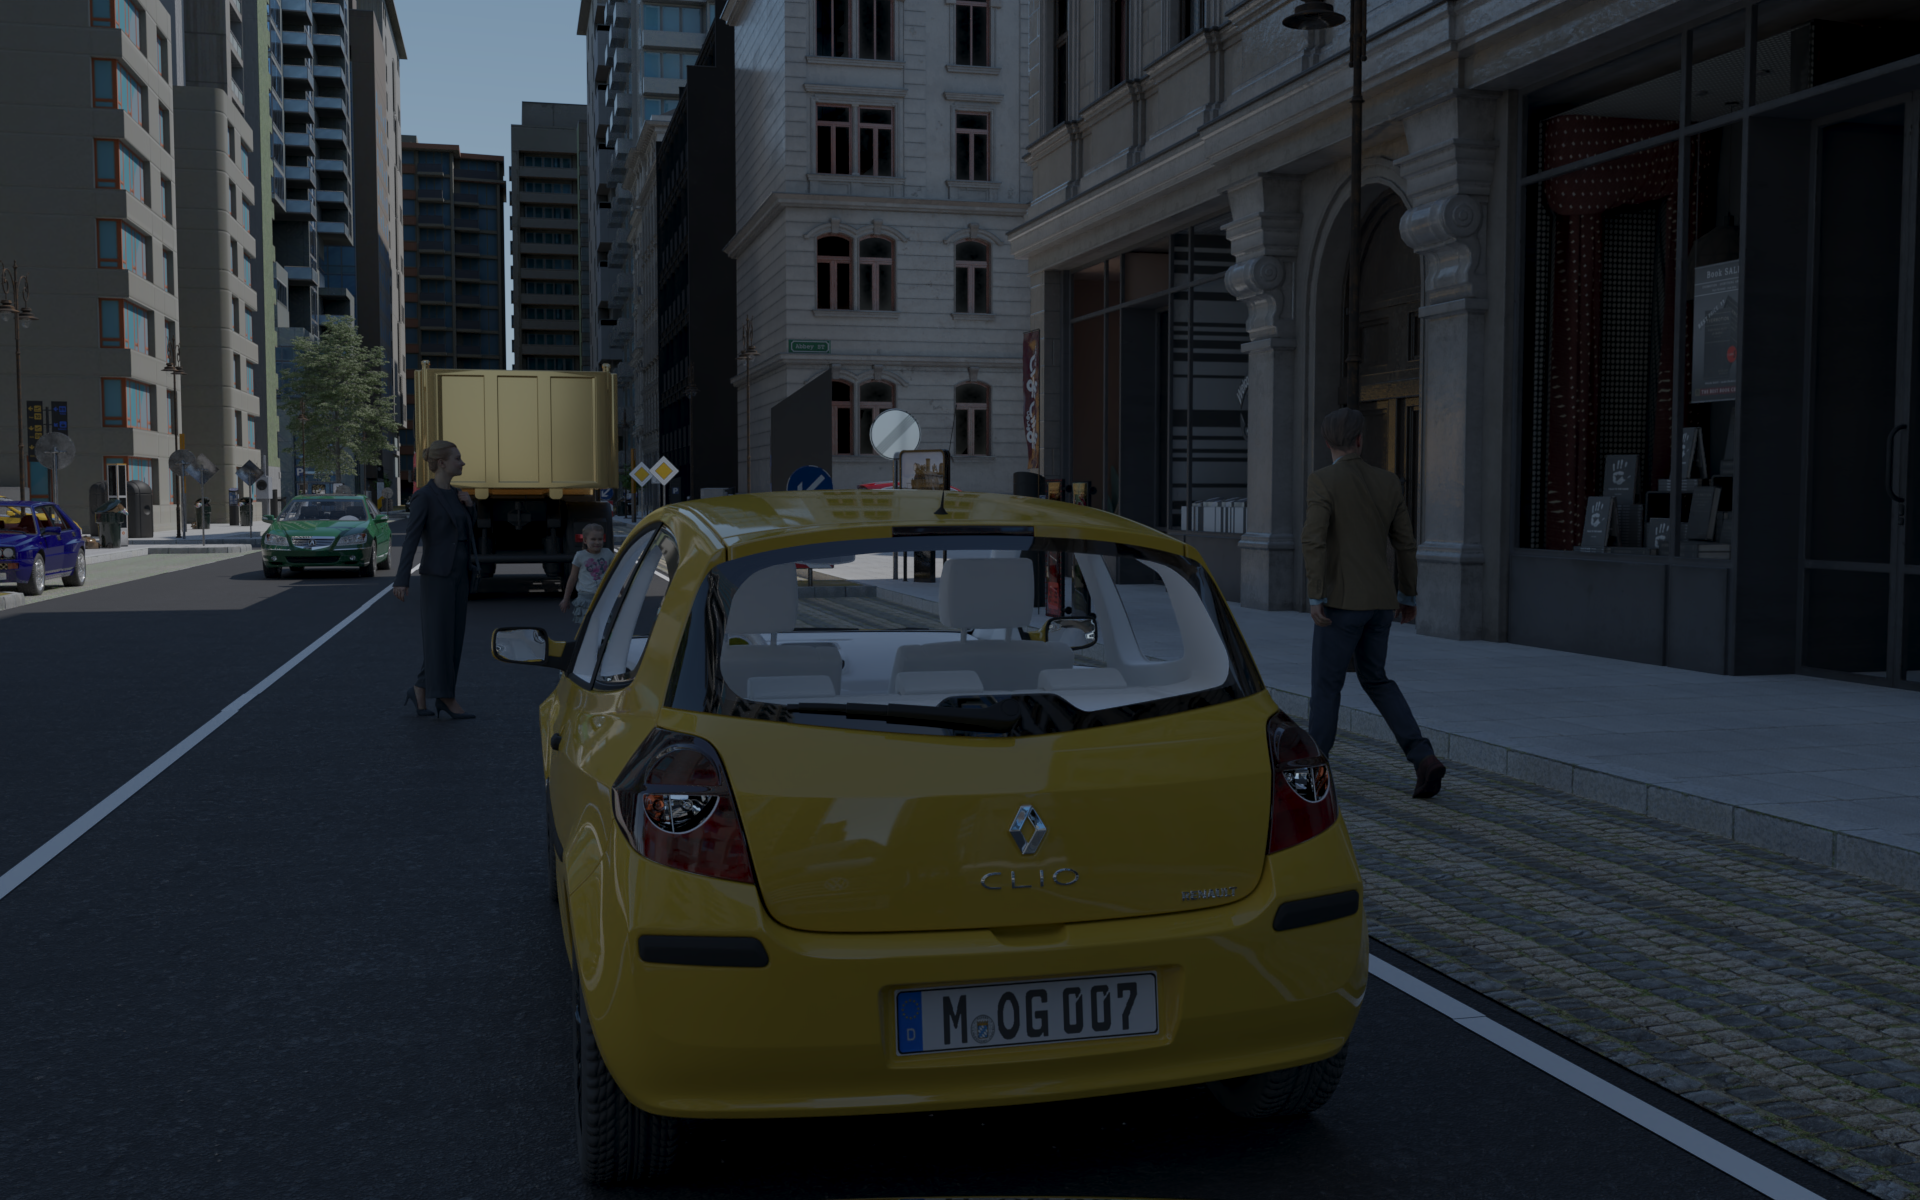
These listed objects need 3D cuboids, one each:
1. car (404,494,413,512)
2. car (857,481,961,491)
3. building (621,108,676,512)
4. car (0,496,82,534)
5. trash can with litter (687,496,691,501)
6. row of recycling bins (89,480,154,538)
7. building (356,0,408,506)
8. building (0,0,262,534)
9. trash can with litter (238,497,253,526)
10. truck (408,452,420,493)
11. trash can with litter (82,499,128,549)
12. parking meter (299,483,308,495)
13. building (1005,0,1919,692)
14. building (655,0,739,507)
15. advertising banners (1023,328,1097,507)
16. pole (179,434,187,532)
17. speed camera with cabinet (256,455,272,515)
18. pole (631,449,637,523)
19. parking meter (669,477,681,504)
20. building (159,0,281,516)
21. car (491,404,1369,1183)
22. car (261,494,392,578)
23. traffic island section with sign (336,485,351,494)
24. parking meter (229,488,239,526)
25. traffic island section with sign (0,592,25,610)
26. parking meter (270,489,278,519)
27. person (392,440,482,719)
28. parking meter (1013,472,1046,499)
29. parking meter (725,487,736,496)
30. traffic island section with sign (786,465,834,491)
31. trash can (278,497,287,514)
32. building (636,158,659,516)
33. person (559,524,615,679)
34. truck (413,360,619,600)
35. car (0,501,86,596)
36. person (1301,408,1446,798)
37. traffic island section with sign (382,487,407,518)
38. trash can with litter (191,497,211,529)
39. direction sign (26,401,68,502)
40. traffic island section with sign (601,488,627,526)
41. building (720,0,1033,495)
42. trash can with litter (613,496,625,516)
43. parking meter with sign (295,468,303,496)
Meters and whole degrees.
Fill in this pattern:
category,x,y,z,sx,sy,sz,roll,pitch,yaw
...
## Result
category,x,y,z,sx,sy,sz,roll,pitch,yaw
car,-42.993,-7.801,137.334,2.009,1.686,4.222,-1,4,-14
car,-0.814,-2.540,50.208,5.304,1.827,2.281,-1,4,-16
building,-15.014,-20.138,116.650,14.401,28.519,23.554,-1,4,-14
car,-24.512,-2.062,43.940,3.980,1.641,2.015,-1,4,-15
trash can with litter,-10.941,-3.587,69.698,1.678,1.210,2.233,-1,4,-12
row of recycling bins,-24.994,-2.714,51.494,1.069,1.692,3.534,-3,5,-43
building,-71.356,-35.971,177.358,27.495,52.752,28.713,-1,4,-14
building,-43.377,-13.473,65.315,27.650,21.520,28.899,-1,4,-14
trash can with litter,-28.547,-3.527,69.056,0.624,1.170,1.055,-2,4,-32
truck,-29.686,-6.719,98.763,2.839,4.237,11.283,-1,4,-14
trash can with litter,-20.114,-1.785,40.580,0.624,1.170,1.055,2,4,28
parking meter,-33.741,-5.098,89.062,0.255,1.863,0.399,2,4,26
building,5.628,-10.756,26.770,10.553,20.767,40.483,-1,4,-14
building,-7.021,-15.275,79.419,12.332,23.373,15.834,-1,4,-14
advertising banners,0.995,-1.326,17.874,0.090,3.025,2.074,-1,4,-17
pole,-26.251,-3.955,58.513,0.158,3.312,0.155,0,3,0
speed camera with cabinet,-36.053,-5.725,87.935,2.038,3.252,0.660,0,4,-3
pole,-14.638,-5.128,77.685,0.158,3.312,0.155,0,3,0
parking meter,-9.891,-3.327,60.104,0.399,1.863,0.255,-1,4,-13
building,-46.047,-25.156,94.895,14.154,41.232,14.086,-1,4,-14
car,-0.359,0.309,5.176,2.015,1.641,3.980,-1,4,-15
car,-11.377,-1.193,31.302,2.131,1.459,4.920,-1,4,-13
traffic island section with sign,-26.810,-4.088,75.461,1.989,1.847,2.006,-1,4,-14
parking meter,-29.370,-3.771,70.062,0.372,1.533,0.369,0,3,0
traffic island section with sign,-12.899,-0.792,21.582,1.989,1.847,2.006,-1,4,-14
parking meter,-35.848,-5.020,90.486,0.372,1.533,0.369,0,3,0
person,-3.350,-0.130,11.050,0.534,1.772,0.576,0,4,-2
parking meter,0.789,-0.691,19.708,0.372,1.533,0.369,0,3,0
parking meter,-7.883,-3.118,59.398,0.372,1.533,0.369,0,3,0
traffic island section with sign,-2.351,-0.978,24.613,1.989,1.847,2.006,-1,4,-14
trash can,-36.116,-4.915,92.006,0.748,1.137,0.748,0,3,0
building,-12.272,-15.093,95.929,9.793,20.994,18.267,-1,4,-14
person,-2.751,0.028,13.063,0.505,1.210,0.382,-3,4,-36
truck,-6.928,-1.908,27.115,3.469,3.379,9.791,-1,4,-14
car,-14.046,-0.775,25.251,1.945,1.354,3.894,-1,4,-15
person,1.895,0.016,8.146,0.836,1.842,0.656,2,4,31
traffic island section with sign,-33.687,-5.716,102.089,1.989,1.847,2.006,-1,4,-14
trash can with litter,-27.732,-3.162,63.093,1.055,1.170,0.624,3,5,42
direction sign,-22.189,-3.070,42.191,0.876,3.537,0.379,-2,4,-25
traffic island section with sign,-15.907,-4.188,77.101,1.989,1.847,2.006,-1,4,-14
building,3.605,-16.887,63.491,23.554,28.519,14.401,-1,4,-14
trash can with litter,-19.725,-5.398,99.652,1.055,1.170,0.624,-1,4,-19
parking meter with sign,-43.288,-7.182,113.681,0.543,3.016,1.738,-1,4,-21
